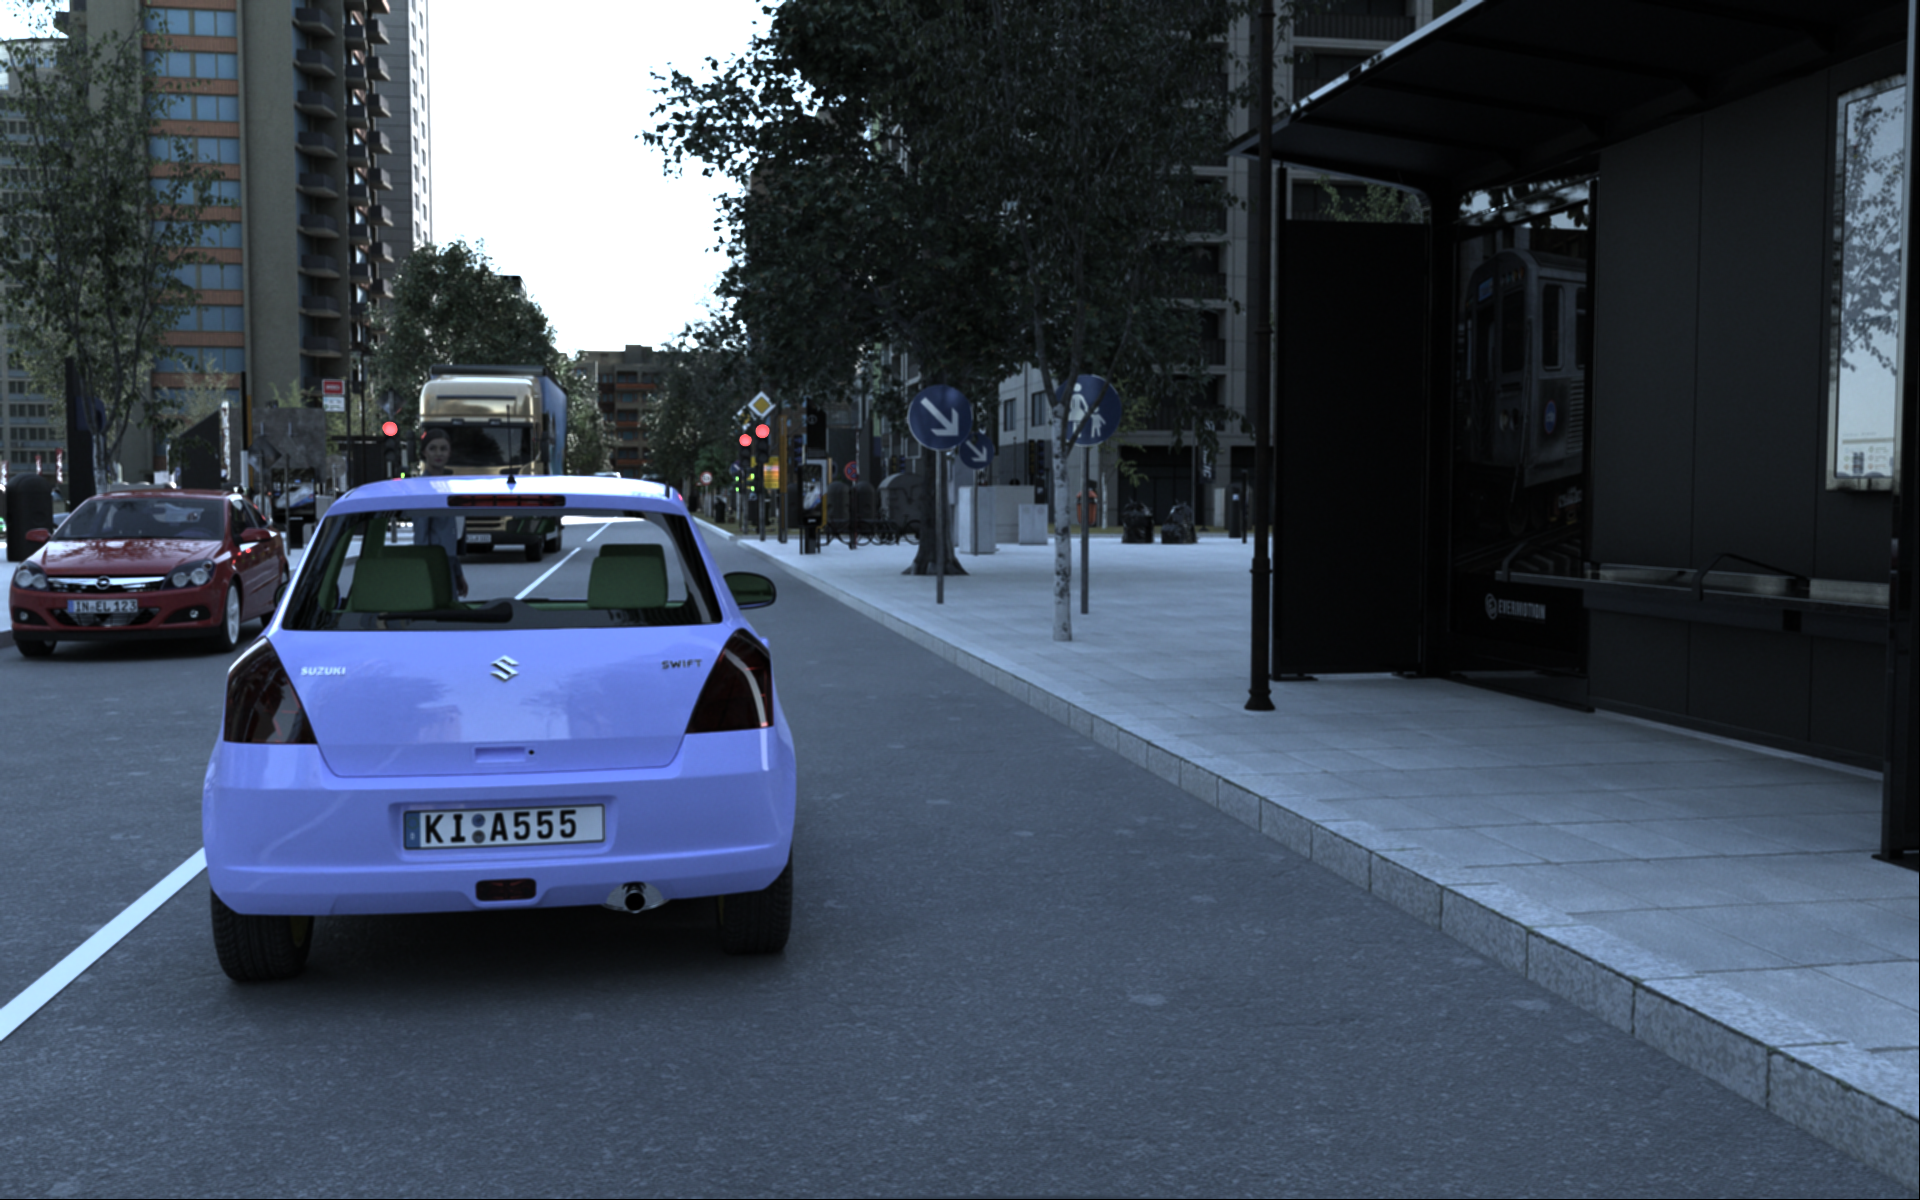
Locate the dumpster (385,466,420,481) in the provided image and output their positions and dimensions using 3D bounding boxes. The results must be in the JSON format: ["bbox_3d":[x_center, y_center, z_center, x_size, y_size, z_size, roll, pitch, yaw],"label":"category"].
[{"bbox_3d":[-18.961,-3.467,59.179,1.502,2.255,1.985,-1,4,-10],"label":"dumpster"}]

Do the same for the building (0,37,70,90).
[{"bbox_3d":[-109.085,-41.616,222.423,28.212,58.520,21.231,-1,4,-10],"label":"building"}]

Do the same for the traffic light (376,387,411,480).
[{"bbox_3d":[-14.864,-3.456,45.429,0.839,4.253,0.868,-1,4,-10],"label":"traffic light"}]

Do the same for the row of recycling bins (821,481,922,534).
[{"bbox_3d":[-2.720,-3.019,56.476,3.534,1.692,1.069,-2,4,-28],"label":"row of recycling bins"}]

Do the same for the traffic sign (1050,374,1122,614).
[{"bbox_3d":[1.336,-1.125,18.493,0.768,2.556,0.104,0,4,-1],"label":"traffic sign"}]

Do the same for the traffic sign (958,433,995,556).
[{"bbox_3d":[0.336,-2.197,36.026,0.768,2.556,0.104,-1,4,-8],"label":"traffic sign"}]

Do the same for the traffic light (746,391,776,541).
[{"bbox_3d":[-5.410,-3.562,47.160,0.839,4.253,0.868,-1,4,-10],"label":"traffic light"}]

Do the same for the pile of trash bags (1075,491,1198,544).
[{"bbox_3d":[4.612,-2.190,45.558,3.447,1.369,1.912,2,4,28],"label":"pile of trash bags"}]

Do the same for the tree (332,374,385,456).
[{"bbox_3d":[-35.512,-9.358,103.370,4.360,8.622,3.978,0,3,0],"label":"tree"}]

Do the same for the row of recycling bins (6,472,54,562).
[{"bbox_3d":[-19.019,-1.558,32.578,3.534,1.692,1.069,-1,4,-20],"label":"row of recycling bins"}]

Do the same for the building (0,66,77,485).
[{"bbox_3d":[-84.809,-28.858,163.710,23.993,40.220,32.217,-1,4,-10],"label":"building"}]

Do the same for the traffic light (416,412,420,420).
[{"bbox_3d":[-16.295,-3.937,53.285,0.839,4.253,0.868,-1,4,-10],"label":"traffic light"}]

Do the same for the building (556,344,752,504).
[{"bbox_3d":[-44.014,-24.066,238.520,28.899,21.520,27.650,-1,4,-10],"label":"building"}]

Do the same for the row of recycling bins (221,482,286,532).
[{"bbox_3d":[-24.313,-3.167,58.890,3.534,1.692,1.069,0,4,5],"label":"row of recycling bins"}]

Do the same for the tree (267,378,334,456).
[{"bbox_3d":[-42.337,-9.704,109.031,4.737,8.622,4.395,0,3,0],"label":"tree"}]

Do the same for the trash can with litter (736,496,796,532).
[{"bbox_3d":[-6.762,-2.992,59.972,2.233,1.210,1.678,-1,4,-17],"label":"trash can with litter"}]

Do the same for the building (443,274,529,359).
[{"bbox_3d":[-63.899,-27.857,227.161,14.107,30.474,14.160,-1,4,-10],"label":"building"}]

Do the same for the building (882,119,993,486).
[{"bbox_3d":[4.352,-41.797,121.635,20.563,71.187,20.611,-1,4,-10],"label":"building"}]

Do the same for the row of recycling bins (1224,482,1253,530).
[{"bbox_3d":[10.053,-3.395,62.622,1.069,1.692,3.534,1,4,8],"label":"row of recycling bins"}]

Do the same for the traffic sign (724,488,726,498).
[{"bbox_3d":[-17.650,-7.951,130.110,0.768,2.556,0.104,-1,4,-9],"label":"traffic sign"}]

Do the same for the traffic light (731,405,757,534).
[{"bbox_3d":[-6.841,-4.043,55.017,0.839,4.253,0.868,-1,4,-10],"label":"traffic light"}]

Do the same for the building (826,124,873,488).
[{"bbox_3d":[-0.995,-52.059,163.838,22.319,86.520,31.000,-1,4,-10],"label":"building"}]

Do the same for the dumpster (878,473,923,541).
[{"bbox_3d":[-1.525,-2.570,47.776,1.264,1.857,1.865,-1,4,-10],"label":"dumpster"}]

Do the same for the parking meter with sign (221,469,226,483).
[{"bbox_3d":[-52.585,-7.729,122.631,1.738,3.016,0.543,2,4,34],"label":"parking meter with sign"}]

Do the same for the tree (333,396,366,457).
[{"bbox_3d":[-43.623,-10.529,122.508,4.737,8.622,4.395,0,3,0],"label":"tree"}]

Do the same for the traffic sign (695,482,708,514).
[{"bbox_3d":[-16.337,-6.716,109.811,0.884,2.594,0.081,0,4,-2],"label":"traffic sign"}]

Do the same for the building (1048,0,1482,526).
[{"bbox_3d":[13.816,-39.167,78.639,20.611,71.187,20.563,-1,4,-10],"label":"building"}]

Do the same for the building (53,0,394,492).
[{"bbox_3d":[-57.201,-29.465,136.369,22.147,44.769,28.867,-1,4,-10],"label":"building"}]

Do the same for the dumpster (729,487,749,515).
[{"bbox_3d":[-13.951,-6.338,109.390,1.264,1.857,1.865,-1,4,-10],"label":"dumpster"}]

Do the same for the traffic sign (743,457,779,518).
[{"bbox_3d":[-10.399,-6.014,92.208,2.265,3.308,0.079,0,4,-6],"label":"traffic sign"}]

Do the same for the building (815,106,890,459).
[{"bbox_3d":[-8.820,-30.769,186.670,14.154,41.232,14.086,-1,4,-10],"label":"building"}]

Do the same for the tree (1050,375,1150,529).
[{"bbox_3d":[5.306,-6.903,63.224,4.737,8.622,4.395,0,3,0],"label":"tree"}]

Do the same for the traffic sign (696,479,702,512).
[{"bbox_3d":[-18.439,-7.552,123.587,0.768,2.556,0.104,0,4,-8],"label":"traffic sign"}]

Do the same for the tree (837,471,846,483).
[{"bbox_3d":[-9.130,-8.066,126.477,1.663,3.219,1.824,0,3,0],"label":"tree"}]

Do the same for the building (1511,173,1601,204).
[{"bbox_3d":[45.225,-33.360,87.442,28.212,58.520,21.231,-1,4,-10],"label":"building"}]

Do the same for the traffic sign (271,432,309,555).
[{"bbox_3d":[-14.026,-2.209,36.115,0.884,2.594,0.081,0,4,-8],"label":"traffic sign"}]

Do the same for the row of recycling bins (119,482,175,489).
[{"bbox_3d":[-28.929,-3.278,60.712,3.534,1.692,1.069,1,4,14],"label":"row of recycling bins"}]

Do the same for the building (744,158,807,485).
[{"bbox_3d":[-21.427,-35.714,234.036,14.200,45.320,14.600,-1,4,-10],"label":"building"}]

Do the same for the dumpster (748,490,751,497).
[{"bbox_3d":[-14.069,-7.279,121.500,1.502,2.255,1.985,-1,4,-10],"label":"dumpster"}]

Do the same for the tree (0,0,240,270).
[{"bbox_3d":[-11.140,-4.390,22.137,4.360,8.622,3.978,0,3,0],"label":"tree"}]

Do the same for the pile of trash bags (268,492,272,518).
[{"bbox_3d":[-36.114,-5.076,92.738,1.912,1.369,3.447,1,4,18],"label":"pile of trash bags"}]

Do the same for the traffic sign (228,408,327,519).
[{"bbox_3d":[-16.104,-2.873,40.848,2.265,3.308,0.079,0,4,-4],"label":"traffic sign"}]

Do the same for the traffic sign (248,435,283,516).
[{"bbox_3d":[-13.686,-2.006,33.981,0.795,2.450,0.064,0,4,-4],"label":"traffic sign"}]

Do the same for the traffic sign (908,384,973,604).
[{"bbox_3d":[-0.232,-1.231,20.226,0.768,2.556,0.104,0,4,-7],"label":"traffic sign"}]

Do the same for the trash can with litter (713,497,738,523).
[{"bbox_3d":[-10.362,-3.981,76.471,1.055,1.170,0.624,0,4,6],"label":"trash can with litter"}]

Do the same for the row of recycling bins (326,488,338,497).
[{"bbox_3d":[-41.304,-6.729,117.132,1.069,1.692,3.534,2,4,31],"label":"row of recycling bins"}]

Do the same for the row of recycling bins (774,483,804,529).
[{"bbox_3d":[-4.959,-3.494,64.235,3.534,1.692,1.069,1,4,20],"label":"row of recycling bins"}]

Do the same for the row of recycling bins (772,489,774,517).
[{"bbox_3d":[-9.797,-5.503,97.083,1.069,1.692,3.534,-2,4,-30],"label":"row of recycling bins"}]

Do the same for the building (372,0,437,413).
[{"bbox_3d":[-63.979,-44.930,172.851,20.611,71.187,20.563,-1,4,-10],"label":"building"}]
